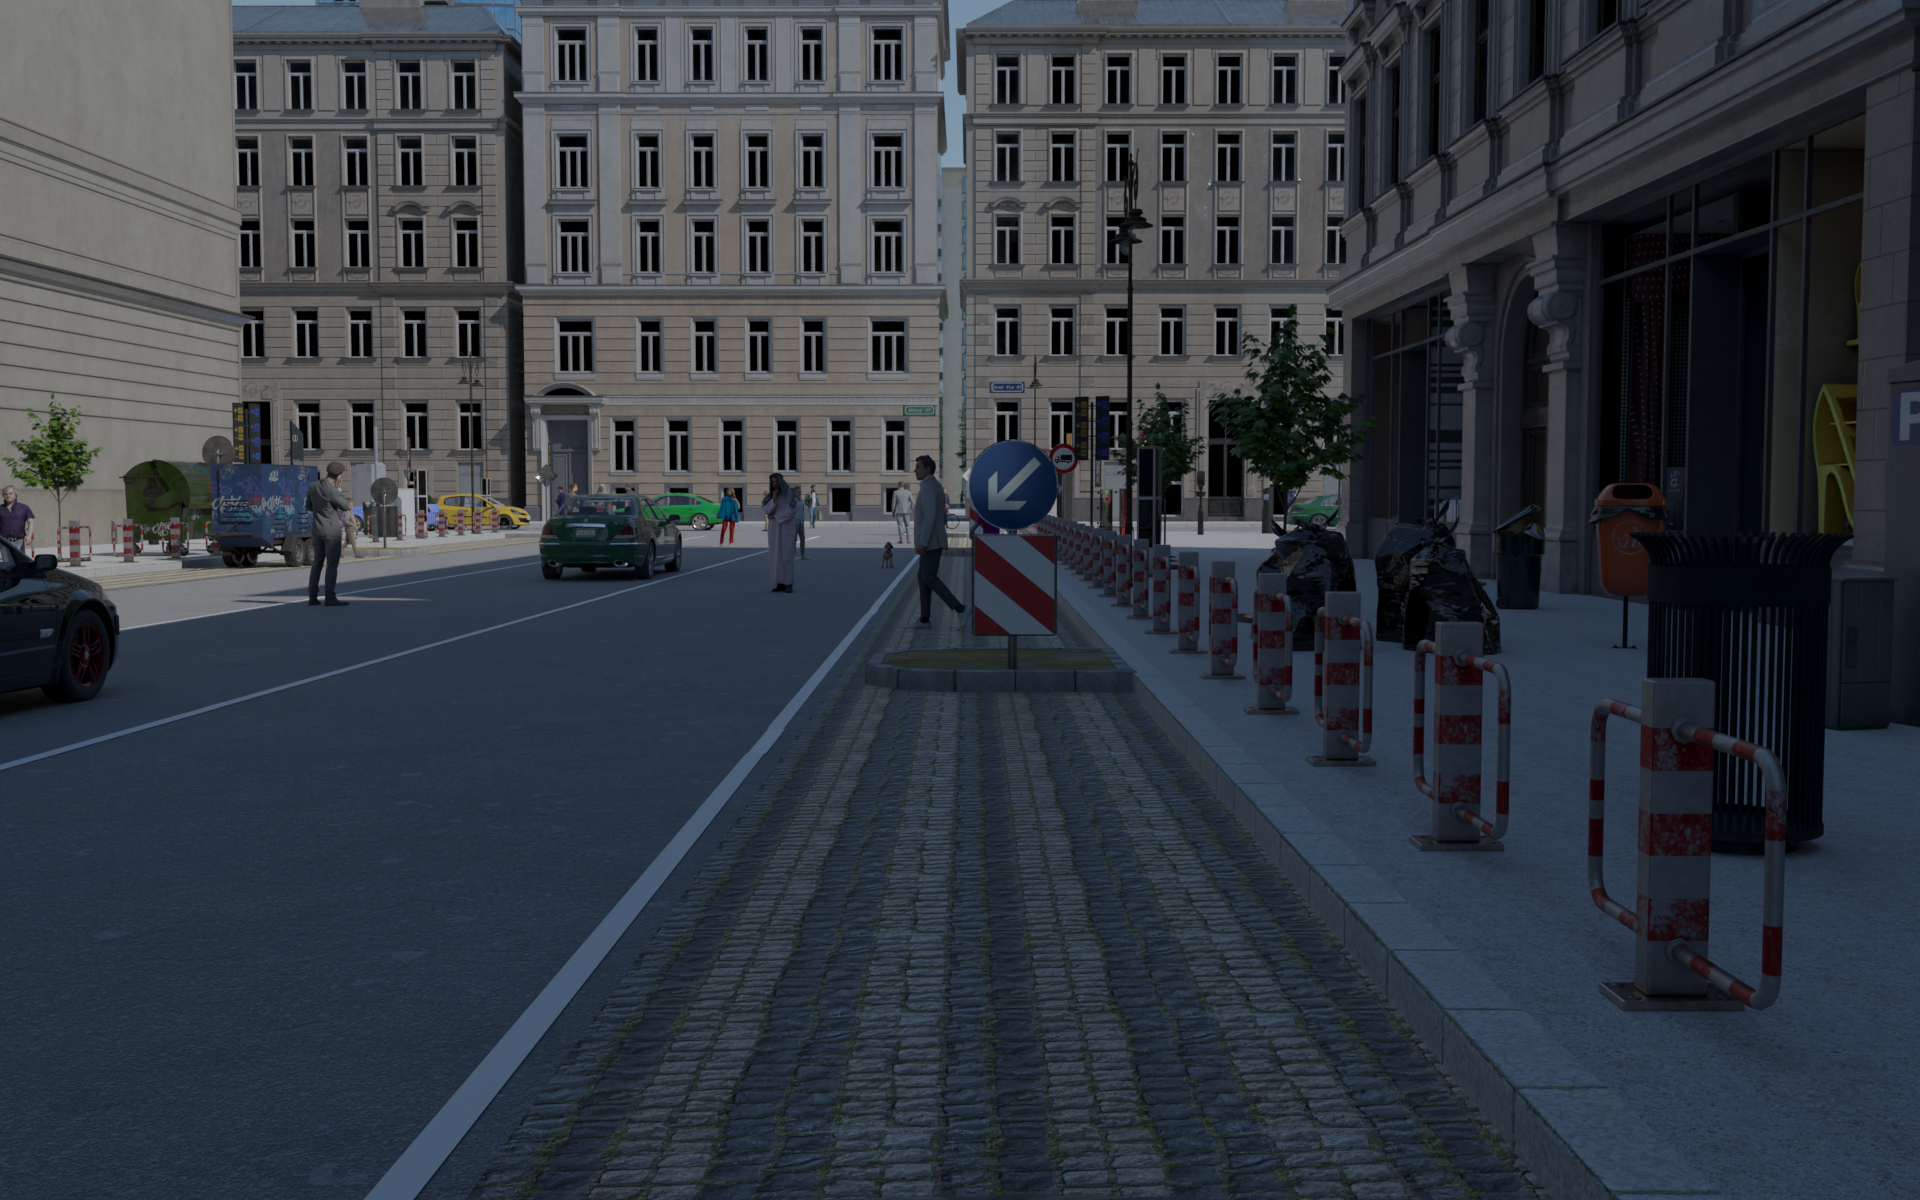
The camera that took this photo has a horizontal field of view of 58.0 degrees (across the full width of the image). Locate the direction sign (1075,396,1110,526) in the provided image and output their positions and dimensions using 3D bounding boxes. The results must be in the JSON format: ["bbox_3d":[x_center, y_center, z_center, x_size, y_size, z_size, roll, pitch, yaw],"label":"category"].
[{"bbox_3d":[3.056,-2.945,40.153,0.876,3.537,0.379,2,4,30],"label":"direction sign"}]

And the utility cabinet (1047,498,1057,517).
[{"bbox_3d":[3.671,-4.135,76.291,1.173,1.500,0.318,-2,4,-28],"label":"utility cabinet"}]

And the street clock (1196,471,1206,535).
[{"bbox_3d":[7.553,-3.043,54.317,0.358,2.002,0.471,1,4,13],"label":"street clock"}]

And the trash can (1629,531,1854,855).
[{"bbox_3d":[2.835,0.325,6.337,0.748,1.137,0.748,0,3,0],"label":"trash can"}]

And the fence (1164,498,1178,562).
[{"bbox_3d":[4.009,-1.387,33.887,0.480,1.192,2.264,0,4,6],"label":"fence"}]

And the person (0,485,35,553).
[{"bbox_3d":[-13.077,-0.817,24.063,0.569,1.553,0.471,1,4,17],"label":"person"}]

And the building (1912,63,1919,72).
[{"bbox_3d":[11.863,-8.484,3.349,10.561,19.102,19.286,0,4,0],"label":"building"}]

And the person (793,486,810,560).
[{"bbox_3d":[-3.536,-1.670,37.618,0.589,1.601,0.330,-3,5,-43],"label":"person"}]

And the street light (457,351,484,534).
[{"bbox_3d":[-15.836,-5.101,56.185,0.468,5.910,1.993,0,4,0],"label":"street light"}]

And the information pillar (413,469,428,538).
[{"bbox_3d":[-15.890,-2.847,51.048,0.304,2.012,0.304,-3,4,-36],"label":"information pillar"}]

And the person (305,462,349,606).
[{"bbox_3d":[-8.110,-0.854,22.262,0.655,1.846,0.447,2,4,28],"label":"person"}]

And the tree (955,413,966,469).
[{"bbox_3d":[3.262,-16.612,189.735,7.486,12.596,7.792,0,3,0],"label":"tree"}]

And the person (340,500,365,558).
[{"bbox_3d":[-13.608,-1.580,38.607,0.640,1.303,0.475,-1,4,-19],"label":"person"}]

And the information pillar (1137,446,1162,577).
[{"bbox_3d":[2.919,-1.361,26.751,0.304,2.012,0.304,2,4,25],"label":"information pillar"}]

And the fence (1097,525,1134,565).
[{"bbox_3d":[2.889,-1.034,32.285,0.278,0.683,2.069,-1,4,-15],"label":"fence"}]

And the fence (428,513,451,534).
[{"bbox_3d":[-17.505,-2.478,55.898,2.069,0.683,0.278,0,4,4],"label":"fence"}]

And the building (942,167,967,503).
[{"bbox_3d":[-10.988,-38.588,250.517,30.456,49.044,23.786,0,4,0],"label":"building"}]

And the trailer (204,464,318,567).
[{"bbox_3d":[-13.578,-1.606,33.310,1.471,1.999,3.904,0,4,2],"label":"trailer"}]

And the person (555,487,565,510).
[{"bbox_3d":[-16.402,-3.782,71.046,0.504,1.737,0.576,0,4,5],"label":"person"}]

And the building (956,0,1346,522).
[{"bbox_3d":[12.386,-17.615,85.274,25.104,27.353,12.463,0,4,0],"label":"building"}]

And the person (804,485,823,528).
[{"bbox_3d":[-6.035,-3.861,71.610,0.794,1.824,0.713,-1,4,-18],"label":"person"}]

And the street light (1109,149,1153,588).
[{"bbox_3d":[2.320,-3.112,23.666,0.468,5.910,1.993,0,4,0],"label":"street light"}]

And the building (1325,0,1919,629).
[{"bbox_3d":[12.036,-11.145,33.126,10.553,20.767,40.483,0,4,0],"label":"building"}]

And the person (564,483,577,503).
[{"bbox_3d":[-11.552,-2.650,52.365,0.750,1.759,0.617,-2,4,-29],"label":"person"}]

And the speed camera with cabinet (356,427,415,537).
[{"bbox_3d":[-17.079,-3.497,51.509,0.660,3.252,2.038,1,4,18],"label":"speed camera with cabinet"}]

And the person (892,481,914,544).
[{"bbox_3d":[-1.657,-2.535,50.051,0.635,1.810,0.391,-1,4,-23],"label":"person"}]

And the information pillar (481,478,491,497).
[{"bbox_3d":[-21.622,-4.559,79.032,0.304,2.012,0.304,1,4,17],"label":"information pillar"}]

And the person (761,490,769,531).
[{"bbox_3d":[-7.466,-3.431,66.662,0.319,1.574,0.516,1,4,19],"label":"person"}]

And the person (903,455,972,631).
[{"bbox_3d":[-0.230,-0.602,18.184,0.795,1.843,0.661,1,4,11],"label":"person"}]

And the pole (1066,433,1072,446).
[{"bbox_3d":[3.670,-3.945,58.345,0.158,3.312,0.155,0,3,0],"label":"pole"}]

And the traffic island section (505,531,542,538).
[{"bbox_3d":[-13.811,-2.172,57.788,2.009,0.180,2.903,0,4,0],"label":"traffic island section"}]

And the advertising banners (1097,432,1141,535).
[{"bbox_3d":[4.562,-3.156,47.792,2.074,3.025,0.090,-3,4,-39],"label":"advertising banners"}]

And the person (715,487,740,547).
[{"bbox_3d":[-6.260,-2.235,46.741,0.593,1.614,0.444,2,4,23],"label":"person"}]

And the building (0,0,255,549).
[{"bbox_3d":[-36.036,-12.948,44.984,30.059,22.955,16.112,0,4,0],"label":"building"}]

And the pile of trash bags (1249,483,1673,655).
[{"bbox_3d":[4.125,-0.295,14.569,3.447,1.369,1.912,1,4,17],"label":"pile of trash bags"}]

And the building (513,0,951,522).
[{"bbox_3d":[-10.588,-18.366,86.184,20.117,28.700,13.634,0,4,0],"label":"building"}]

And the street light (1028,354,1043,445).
[{"bbox_3d":[2.479,-5.164,57.227,0.468,5.910,1.993,0,4,0],"label":"street light"}]

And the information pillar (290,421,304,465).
[{"bbox_3d":[-21.220,-3.920,55.446,0.183,3.616,0.504,2,4,26],"label":"information pillar"}]

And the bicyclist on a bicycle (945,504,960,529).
[{"bbox_3d":[-0.816,-3.705,70.600,1.625,1.676,1.499,0,3,0],"label":"bicyclist on a bicycle"}]

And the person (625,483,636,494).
[{"bbox_3d":[-11.189,-3.058,58.628,0.434,1.807,0.598,2,4,34],"label":"person"}]

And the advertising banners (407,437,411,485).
[{"bbox_3d":[-17.300,-3.534,53.961,0.090,3.025,2.074,-2,4,-27],"label":"advertising banners"}]

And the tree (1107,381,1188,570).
[{"bbox_3d":[3.326,-2.156,29.844,1.663,3.219,1.824,0,3,0],"label":"tree"}]

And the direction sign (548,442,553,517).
[{"bbox_3d":[-18.027,-5.158,76.331,0.379,3.537,0.876,0,4,-1],"label":"direction sign"}]

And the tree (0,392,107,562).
[{"bbox_3d":[-17.179,-2.346,32.967,1.663,3.219,1.824,0,3,0],"label":"tree"}]

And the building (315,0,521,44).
[{"bbox_3d":[-60.130,-54.293,200.359,31.000,86.520,22.319,0,4,0],"label":"building"}]

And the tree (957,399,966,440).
[{"bbox_3d":[3.350,-13.681,149.437,9.928,11.665,9.643,0,3,0],"label":"tree"}]

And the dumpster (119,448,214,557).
[{"bbox_3d":[-16.410,-2.061,36.187,1.502,2.255,1.985,0,4,0],"label":"dumpster"}]

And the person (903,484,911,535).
[{"bbox_3d":[-1.889,-3.186,60.858,0.793,1.790,0.793,-1,4,-16],"label":"person"}]

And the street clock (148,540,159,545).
[{"bbox_3d":[-20.365,-2.392,43.687,0.471,2.002,0.358,3,4,38],"label":"street clock"}]

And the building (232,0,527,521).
[{"bbox_3d":[-33.199,-17.686,86.429,25.104,27.353,12.463,0,4,0],"label":"building"}]

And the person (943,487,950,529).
[{"bbox_3d":[-0.693,-3.808,71.682,0.541,1.710,0.530,0,4,2],"label":"person"}]

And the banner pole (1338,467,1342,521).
[{"bbox_3d":[12.450,-4.060,56.403,0.401,3.779,0.863,2,4,34],"label":"banner pole"}]

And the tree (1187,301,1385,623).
[{"bbox_3d":[3.411,-1.394,17.401,1.663,3.219,1.824,0,3,0],"label":"tree"}]

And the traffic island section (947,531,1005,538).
[{"bbox_3d":[0.480,-2.167,57.715,2.009,0.180,2.903,0,4,0],"label":"traffic island section"}]

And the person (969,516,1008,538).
[{"bbox_3d":[0.373,-0.599,21.521,0.726,1.434,0.776,0,4,-4],"label":"person"}]

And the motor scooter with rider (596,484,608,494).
[{"bbox_3d":[-10.576,-2.546,50.593,0.876,1.779,1.986,0,4,1],"label":"motor scooter with rider"}]

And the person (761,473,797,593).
[{"bbox_3d":[-2.638,-0.987,25.308,0.551,1.740,0.621,0,4,2],"label":"person"}]

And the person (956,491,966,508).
[{"bbox_3d":[0.149,-10.503,180.910,1.217,1.739,0.721,2,4,33],"label":"person"}]

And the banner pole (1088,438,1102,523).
[{"bbox_3d":[6.099,-5.365,77.743,0.401,3.779,0.863,-2,4,-33],"label":"banner pole"}]

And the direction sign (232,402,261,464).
[{"bbox_3d":[-17.787,-3.135,43.253,0.379,3.537,0.876,1,4,22],"label":"direction sign"}]
